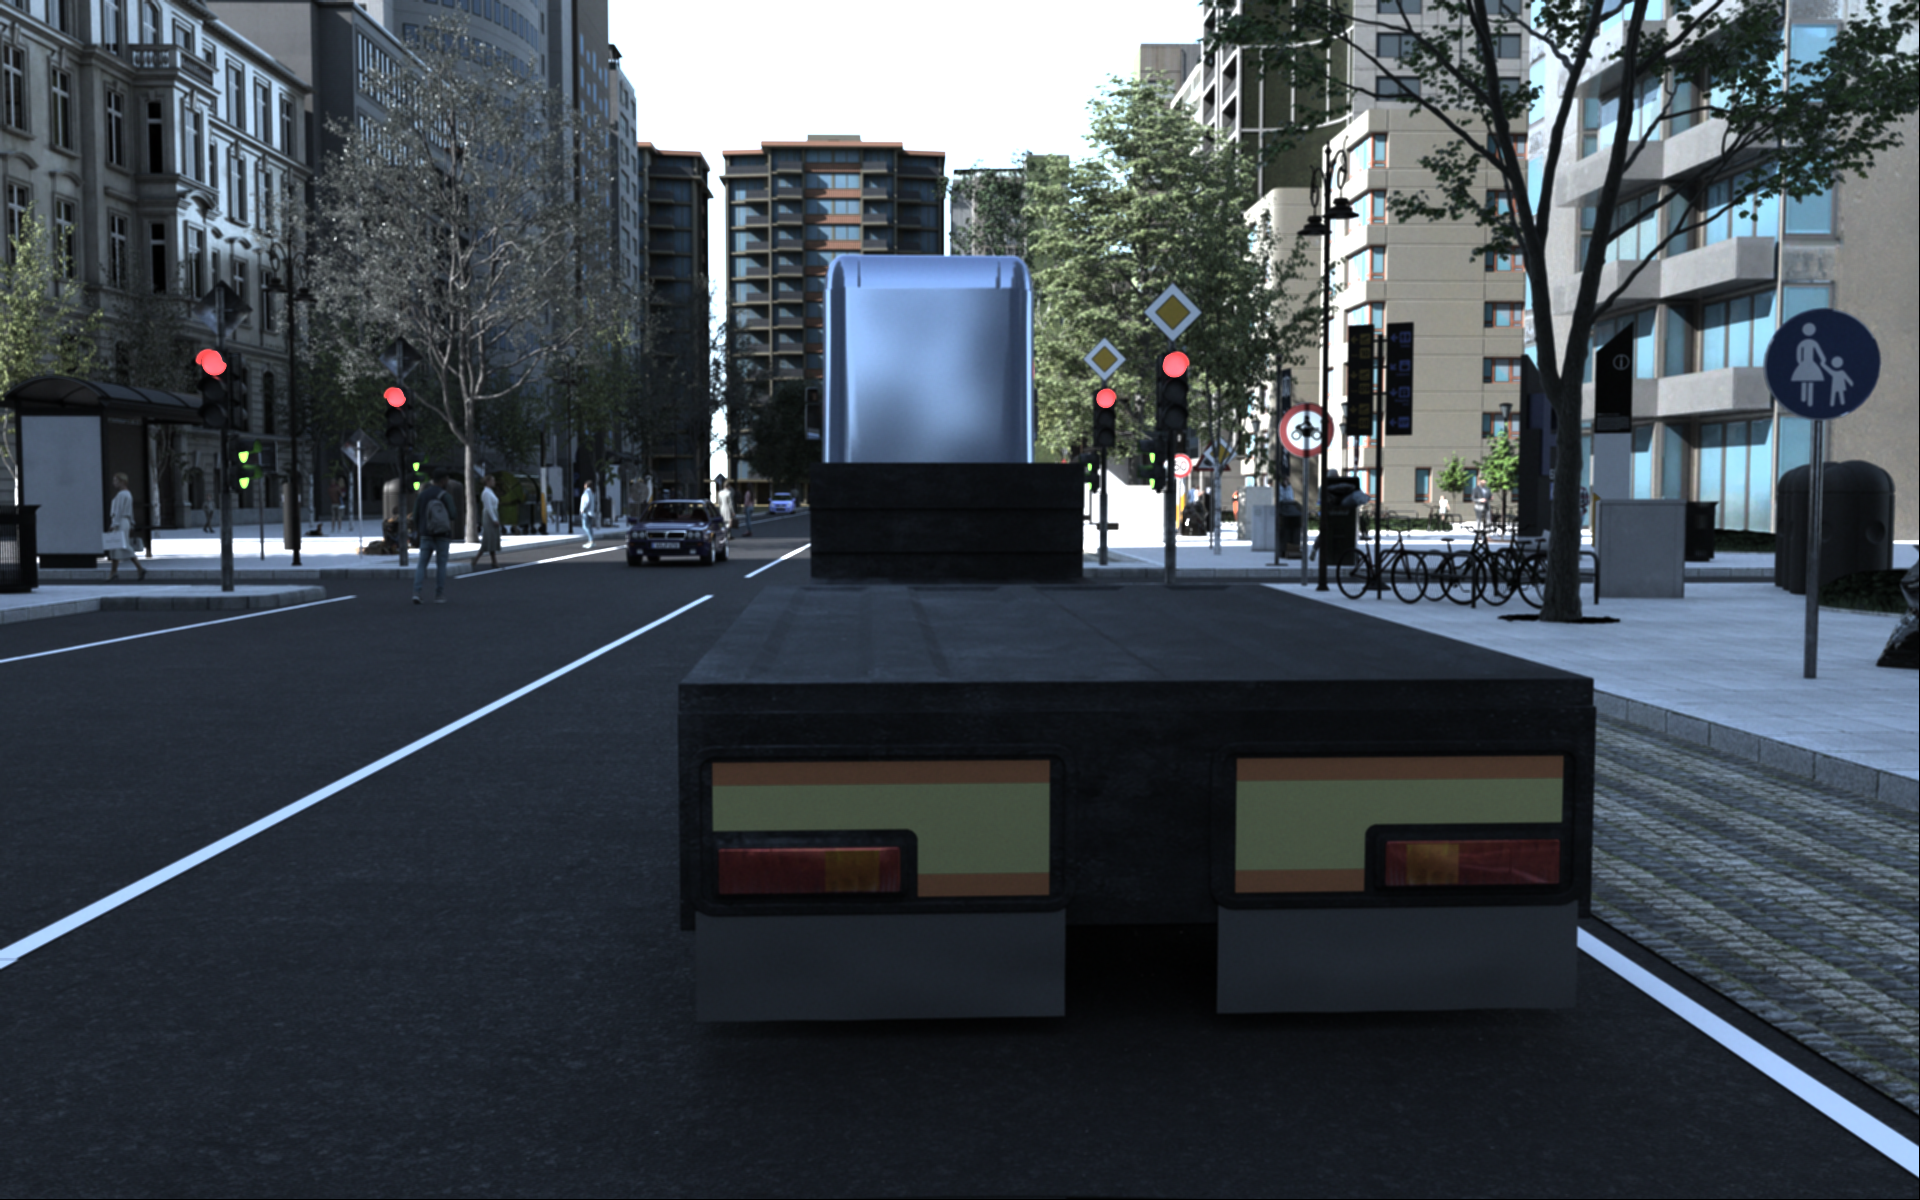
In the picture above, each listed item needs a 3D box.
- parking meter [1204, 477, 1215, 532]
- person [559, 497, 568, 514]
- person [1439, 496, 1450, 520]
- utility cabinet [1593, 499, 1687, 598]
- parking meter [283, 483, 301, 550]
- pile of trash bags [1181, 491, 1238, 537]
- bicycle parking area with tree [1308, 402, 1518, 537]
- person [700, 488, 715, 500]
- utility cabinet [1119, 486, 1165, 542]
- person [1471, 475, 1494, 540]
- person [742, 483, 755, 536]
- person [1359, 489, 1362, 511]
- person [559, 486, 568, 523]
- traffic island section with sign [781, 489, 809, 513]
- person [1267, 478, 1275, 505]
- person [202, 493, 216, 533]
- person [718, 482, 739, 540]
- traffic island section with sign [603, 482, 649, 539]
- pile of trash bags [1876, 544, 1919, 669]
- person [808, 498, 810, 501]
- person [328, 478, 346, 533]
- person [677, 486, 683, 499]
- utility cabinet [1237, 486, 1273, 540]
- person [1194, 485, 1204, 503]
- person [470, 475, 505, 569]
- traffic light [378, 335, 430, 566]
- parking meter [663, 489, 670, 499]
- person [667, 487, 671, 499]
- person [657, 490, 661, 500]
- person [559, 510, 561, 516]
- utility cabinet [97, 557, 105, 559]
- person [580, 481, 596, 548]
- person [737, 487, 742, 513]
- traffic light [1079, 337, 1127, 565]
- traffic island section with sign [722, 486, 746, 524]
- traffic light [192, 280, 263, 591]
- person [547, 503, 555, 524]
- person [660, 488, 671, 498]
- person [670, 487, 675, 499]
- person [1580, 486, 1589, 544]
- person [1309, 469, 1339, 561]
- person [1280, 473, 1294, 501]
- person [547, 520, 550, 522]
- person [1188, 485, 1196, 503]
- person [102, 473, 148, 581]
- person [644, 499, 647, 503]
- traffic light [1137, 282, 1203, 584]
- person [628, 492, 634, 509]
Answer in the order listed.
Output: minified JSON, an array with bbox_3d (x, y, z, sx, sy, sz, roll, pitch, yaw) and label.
[{"bbox_3d":[8.509,-3.243,58.734,0.399,1.863,0.255,2,4,35],"label":"parking meter"},{"bbox_3d":[-26.215,-6.546,113.786,0.721,1.736,1.217,2,4,34],"label":"person"},{"bbox_3d":[20.950,-3.905,74.908,0.505,1.210,0.382,2,4,35],"label":"person"},{"bbox_3d":[8.428,-0.632,21.493,1.020,1.237,0.306,0,4,8],"label":"utility cabinet"},{"bbox_3d":[-15.339,-1.918,39.764,0.372,1.533,0.369,0,3,0],"label":"parking meter"},{"bbox_3d":[7.259,-2.639,52.906,3.447,1.369,1.912,2,4,25],"label":"pile of trash bags"},{"bbox_3d":[14.661,-4.121,54.383,8.231,4.147,9.016,0,4,7],"label":"bicycle parking area with tree"},{"bbox_3d":[-20.434,-8.221,140.465,1.348,1.822,0.705,1,4,23],"label":"person"},{"bbox_3d":[4.791,-2.256,45.570,1.173,1.500,0.318,1,4,18],"label":"utility cabinet"},{"bbox_3d":[14.486,-2.547,47.882,0.606,1.804,0.583,-1,4,-14],"label":"person"},{"bbox_3d":[-7.150,-3.070,58.700,0.388,1.821,0.555,1,4,19],"label":"person"},{"bbox_3d":[17.217,-4.220,75.221,0.721,1.800,0.419,-2,4,-30],"label":"person"},{"bbox_3d":[-17.822,-4.381,77.473,0.447,1.846,0.655,-3,5,-44],"label":"person"},{"bbox_3d":[-12.631,-7.582,132.594,1.989,1.847,2.006,0,4,-2],"label":"traffic island section with sign"},{"bbox_3d":[10.045,-3.068,56.473,0.850,1.792,0.678,-3,5,-40],"label":"person"},{"bbox_3d":[-24.865,-2.878,57.377,0.640,1.303,0.475,2,4,26],"label":"person"},{"bbox_3d":[-7.196,-2.771,53.910,0.694,1.812,0.767,3,4,38],"label":"person"},{"bbox_3d":[-10.332,-2.881,55.733,1.989,1.847,2.006,0,4,-2],"label":"traffic island section with sign"},{"bbox_3d":[8.057,-0.125,11.789,1.912,1.369,3.447,-1,4,-14],"label":"pile of trash bags"},{"bbox_3d":[-11.671,-7.820,136.366,0.705,1.823,1.348,-1,4,-21],"label":"person"},{"bbox_3d":[-20.511,-3.125,57.119,0.580,1.828,0.573,-2,4,-32],"label":"person"},{"bbox_3d":[-16.835,-6.029,104.887,0.573,1.790,0.520,-3,5,-41],"label":"person"},{"bbox_3d":[8.258,-2.438,48.540,1.173,1.500,0.318,-3,5,-41],"label":"utility cabinet"},{"bbox_3d":[12.770,-5.246,92.173,0.532,1.782,0.716,-1,4,-13],"label":"person"},{"bbox_3d":[-9.013,-1.482,32.956,0.641,1.798,0.478,0,4,1],"label":"person"},{"bbox_3d":[-9.889,-2.558,30.736,0.839,4.253,0.868,0,4,-2],"label":"traffic light"},{"bbox_3d":[-16.179,-5.327,95.515,0.372,1.533,0.369,0,3,0],"label":"parking meter"},{"bbox_3d":[-22.671,-7.868,134.648,0.705,1.831,1.348,-1,4,-16],"label":"person"},{"bbox_3d":[-30.957,-10.475,178.228,0.530,1.710,0.541,2,4,31],"label":"person"},{"bbox_3d":[-23.420,-5.836,101.641,0.473,1.802,0.592,0,4,3],"label":"person"},{"bbox_3d":[-16.963,-1.502,33.244,0.318,1.500,1.173,1,4,12],"label":"utility cabinet"},{"bbox_3d":[-9.975,-2.312,46.574,0.793,1.790,0.793,-2,4,-29],"label":"person"},{"bbox_3d":[-15.235,-6.801,117.766,0.617,1.759,0.750,2,4,32],"label":"person"},{"bbox_3d":[2.566,-2.581,31.120,0.839,4.253,0.868,0,4,-2],"label":"traffic light"},{"bbox_3d":[-11.168,-4.584,83.578,1.989,1.847,2.006,0,4,-2],"label":"traffic island section with sign"},{"bbox_3d":[-9.652,-2.069,22.755,0.839,4.253,0.868,0,4,-2],"label":"traffic light"},{"bbox_3d":[-17.526,-4.119,73.743,0.624,1.780,0.694,-1,4,-15],"label":"person"},{"bbox_3d":[-21.927,-7.535,129.919,1.217,1.739,0.721,-1,4,-10],"label":"person"},{"bbox_3d":[-19.815,-6.939,119.946,0.683,1.767,0.568,1,4,20],"label":"person"},{"bbox_3d":[12.972,-1.809,36.459,0.643,1.720,0.563,-3,4,-36],"label":"person"},{"bbox_3d":[7.085,-1.620,33.018,0.515,1.767,0.782,-2,4,-34],"label":"person"},{"bbox_3d":[7.687,-2.119,40.955,0.793,1.790,0.793,0,4,-1],"label":"person"},{"bbox_3d":[-19.171,-4.249,80.177,0.362,1.253,0.373,2,4,31],"label":"person"},{"bbox_3d":[12.746,-5.381,94.210,0.721,1.800,0.419,1,4,11],"label":"person"},{"bbox_3d":[-13.744,-1.200,28.475,0.624,1.780,0.694,0,4,2],"label":"person"},{"bbox_3d":[-31.014,-10.098,171.676,0.750,1.759,0.617,1,4,23],"label":"person"},{"bbox_3d":[2.803,-2.093,23.139,0.839,4.253,0.868,0,4,-2],"label":"traffic light"},{"bbox_3d":[-26.925,-8.259,141.753,0.551,1.740,0.621,-2,4,-35],"label":"person"}]
